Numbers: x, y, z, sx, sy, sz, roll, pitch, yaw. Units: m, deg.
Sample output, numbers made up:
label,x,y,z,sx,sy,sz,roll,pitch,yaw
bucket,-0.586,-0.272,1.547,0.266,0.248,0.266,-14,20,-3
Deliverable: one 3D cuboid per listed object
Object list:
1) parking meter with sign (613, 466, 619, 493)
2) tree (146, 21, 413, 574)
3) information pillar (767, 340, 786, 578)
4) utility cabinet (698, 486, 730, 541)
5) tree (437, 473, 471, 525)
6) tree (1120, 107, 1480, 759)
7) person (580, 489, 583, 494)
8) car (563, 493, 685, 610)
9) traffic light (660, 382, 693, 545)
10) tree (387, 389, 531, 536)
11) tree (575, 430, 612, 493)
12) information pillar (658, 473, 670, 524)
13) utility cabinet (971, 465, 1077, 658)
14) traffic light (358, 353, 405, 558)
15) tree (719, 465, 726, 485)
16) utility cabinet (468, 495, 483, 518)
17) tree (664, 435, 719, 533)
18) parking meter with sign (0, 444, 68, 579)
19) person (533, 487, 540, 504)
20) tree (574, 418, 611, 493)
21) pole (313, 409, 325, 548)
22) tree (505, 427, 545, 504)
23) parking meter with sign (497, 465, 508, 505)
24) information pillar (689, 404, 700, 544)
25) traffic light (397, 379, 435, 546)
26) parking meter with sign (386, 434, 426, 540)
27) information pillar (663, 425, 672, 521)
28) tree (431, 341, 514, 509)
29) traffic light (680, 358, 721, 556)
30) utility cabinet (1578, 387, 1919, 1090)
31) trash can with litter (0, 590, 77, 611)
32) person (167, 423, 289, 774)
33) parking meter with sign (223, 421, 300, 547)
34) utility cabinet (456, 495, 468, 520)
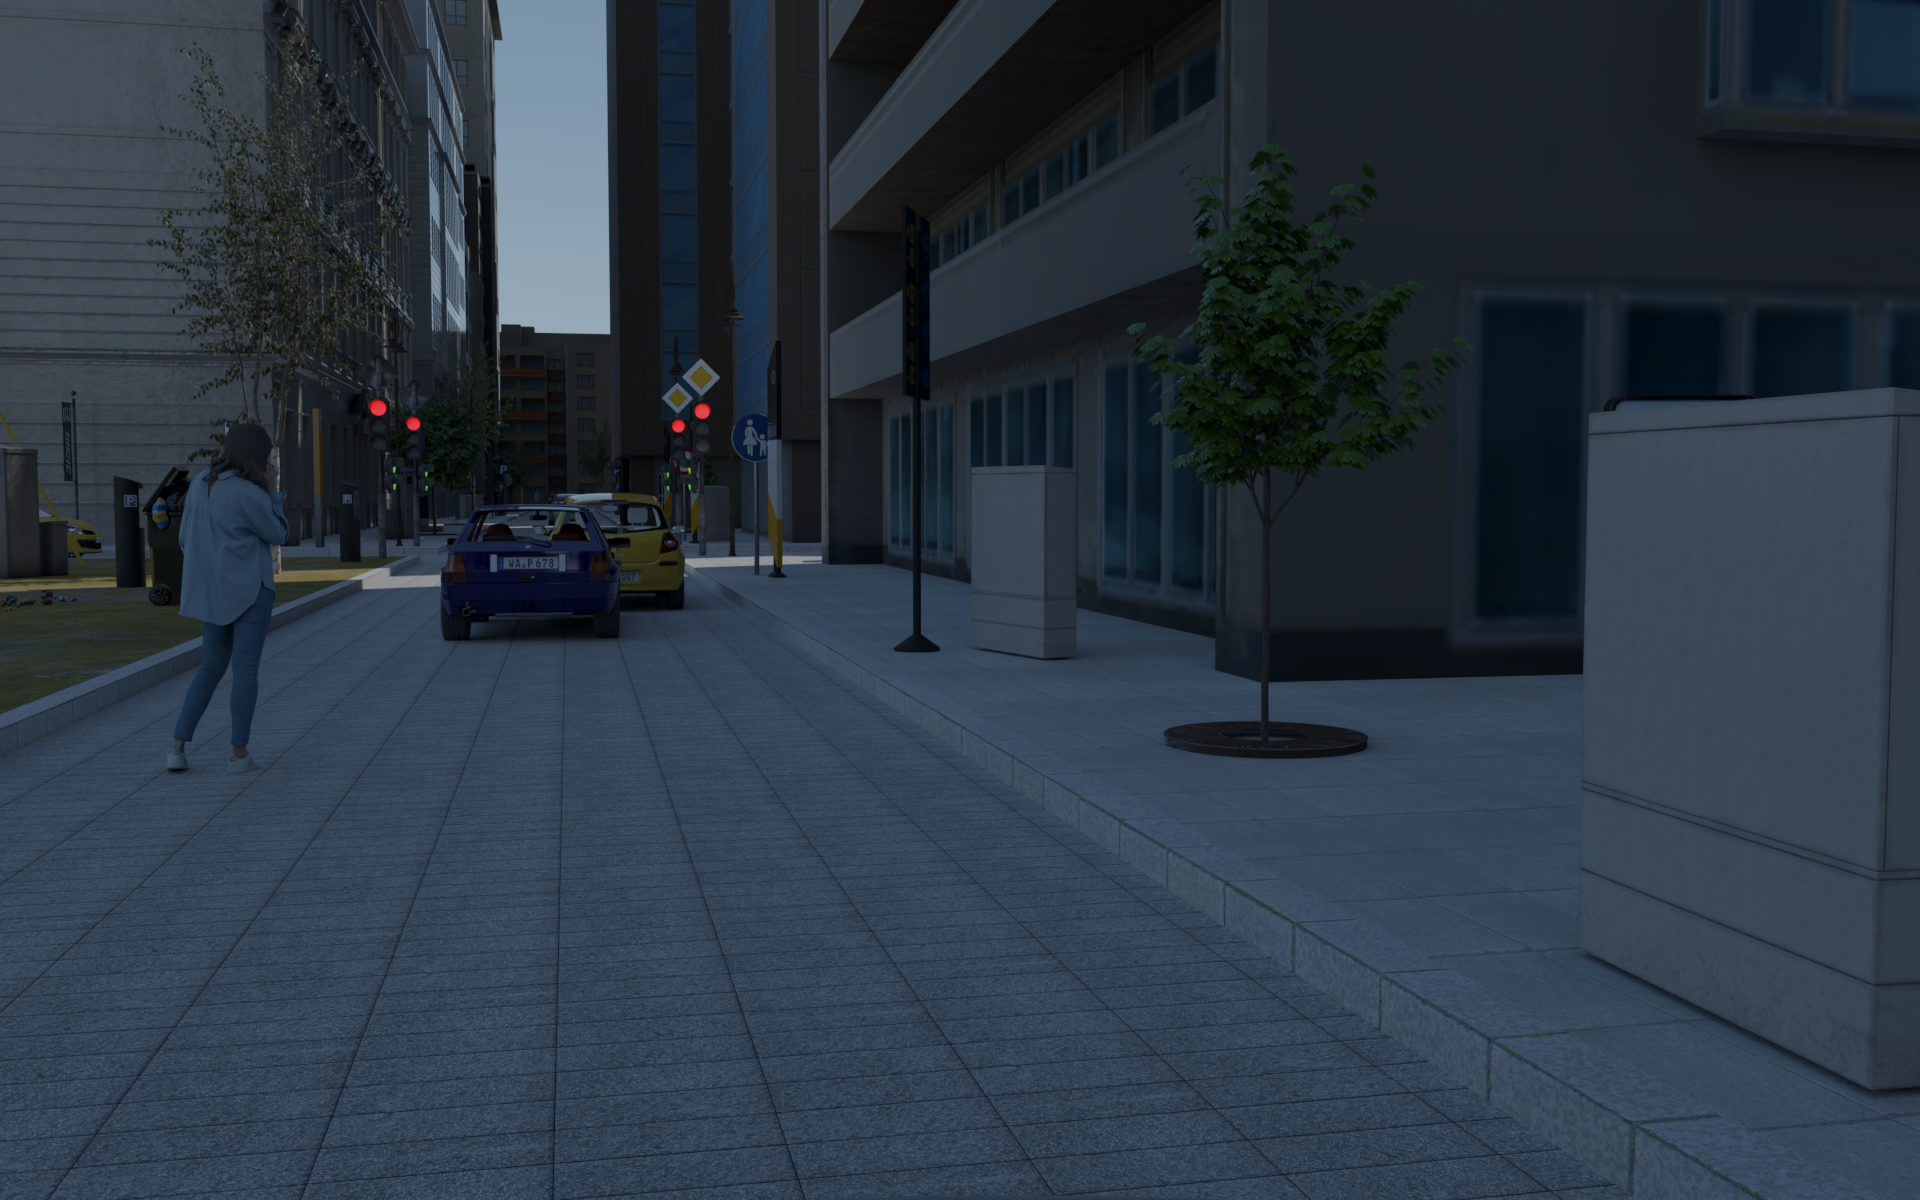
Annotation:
label,x,y,z,sx,sy,sz,roll,pitch,yaw
parking meter with sign,-21.302,-6.816,107.709,0.543,3.016,1.738,-1,4,-12
tree,-10.980,-4.734,27.770,4.360,8.622,3.978,0,3,0
information pillar,-2.841,-2.156,26.606,0.183,3.616,0.504,-1,4,-23
utility cabinet,-6.657,-2.319,46.600,0.318,1.500,1.173,2,4,30
tree,-20.945,-4.697,71.397,1.663,3.219,1.824,0,3,0
tree,1.462,-0.863,8.714,1.663,3.219,1.824,0,3,0
person,-29.770,-7.813,136.174,0.705,1.831,1.348,-1,4,-21
car,-4.577,-0.763,22.699,2.015,1.641,3.980,-1,4,-13
traffic light,-7.134,-3.351,43.717,0.839,4.253,0.868,-1,4,-13
tree,-16.425,-4.306,54.115,4.285,4.588,4.351,0,3,0
tree,-40.345,-14.837,192.954,4.360,8.622,3.978,0,3,0
information pillar,-10.382,-3.445,60.818,0.304,2.012,0.304,-2,4,-32
utility cabinet,0.507,-0.316,13.838,0.318,1.500,1.173,-2,4,-28
traffic light,-11.528,-2.789,34.526,0.839,4.253,0.868,-1,4,-13
tree,-8.876,-3.975,59.592,1.663,3.219,1.824,0,3,0
utility cabinet,-25.726,-4.916,91.531,1.020,1.237,0.306,1,4,12
tree,-8.974,-3.825,57.137,1.663,3.219,1.824,0,3,0
parking meter with sign,-14.485,-1.849,26.499,0.543,3.016,1.738,1,4,15
person,-23.748,-5.428,97.258,0.388,1.821,0.555,0,4,-8
tree,-34.742,-13.240,166.831,4.737,8.622,4.395,0,3,0
pole,-15.325,-2.908,41.382,0.158,3.312,0.155,0,3,0
tree,-48.067,-14.713,190.912,4.360,8.622,3.978,0,3,0
parking meter with sign,-27.605,-6.614,104.396,0.543,3.016,1.738,-1,4,-22
information pillar,-6.834,-3.270,44.815,0.183,3.616,0.504,-2,4,-35
traffic light,-13.287,-3.266,42.316,0.839,4.253,0.868,-1,4,-13
parking meter with sign,-15.901,-3.254,49.468,0.543,3.016,1.738,1,4,11
information pillar,-9.877,-4.106,58.492,0.183,3.616,0.504,-2,4,-32
tree,-23.564,-8.151,83.626,4.737,8.622,4.395,0,3,0
traffic light,-5.375,-2.875,35.927,0.839,4.253,0.868,-1,4,-13
utility cabinet,1.976,0.273,4.223,0.318,1.500,1.173,-1,4,-10
trash can with litter,-10.972,-0.541,19.897,1.678,1.210,2.233,1,4,17
person,-3.783,-0.008,8.903,0.793,1.790,0.793,-1,4,-10
parking meter with sign,-16.851,-2.791,41.891,0.543,3.016,1.738,2,4,32
utility cabinet,-25.195,-4.662,87.386,0.306,1.237,1.020,-2,4,-26
